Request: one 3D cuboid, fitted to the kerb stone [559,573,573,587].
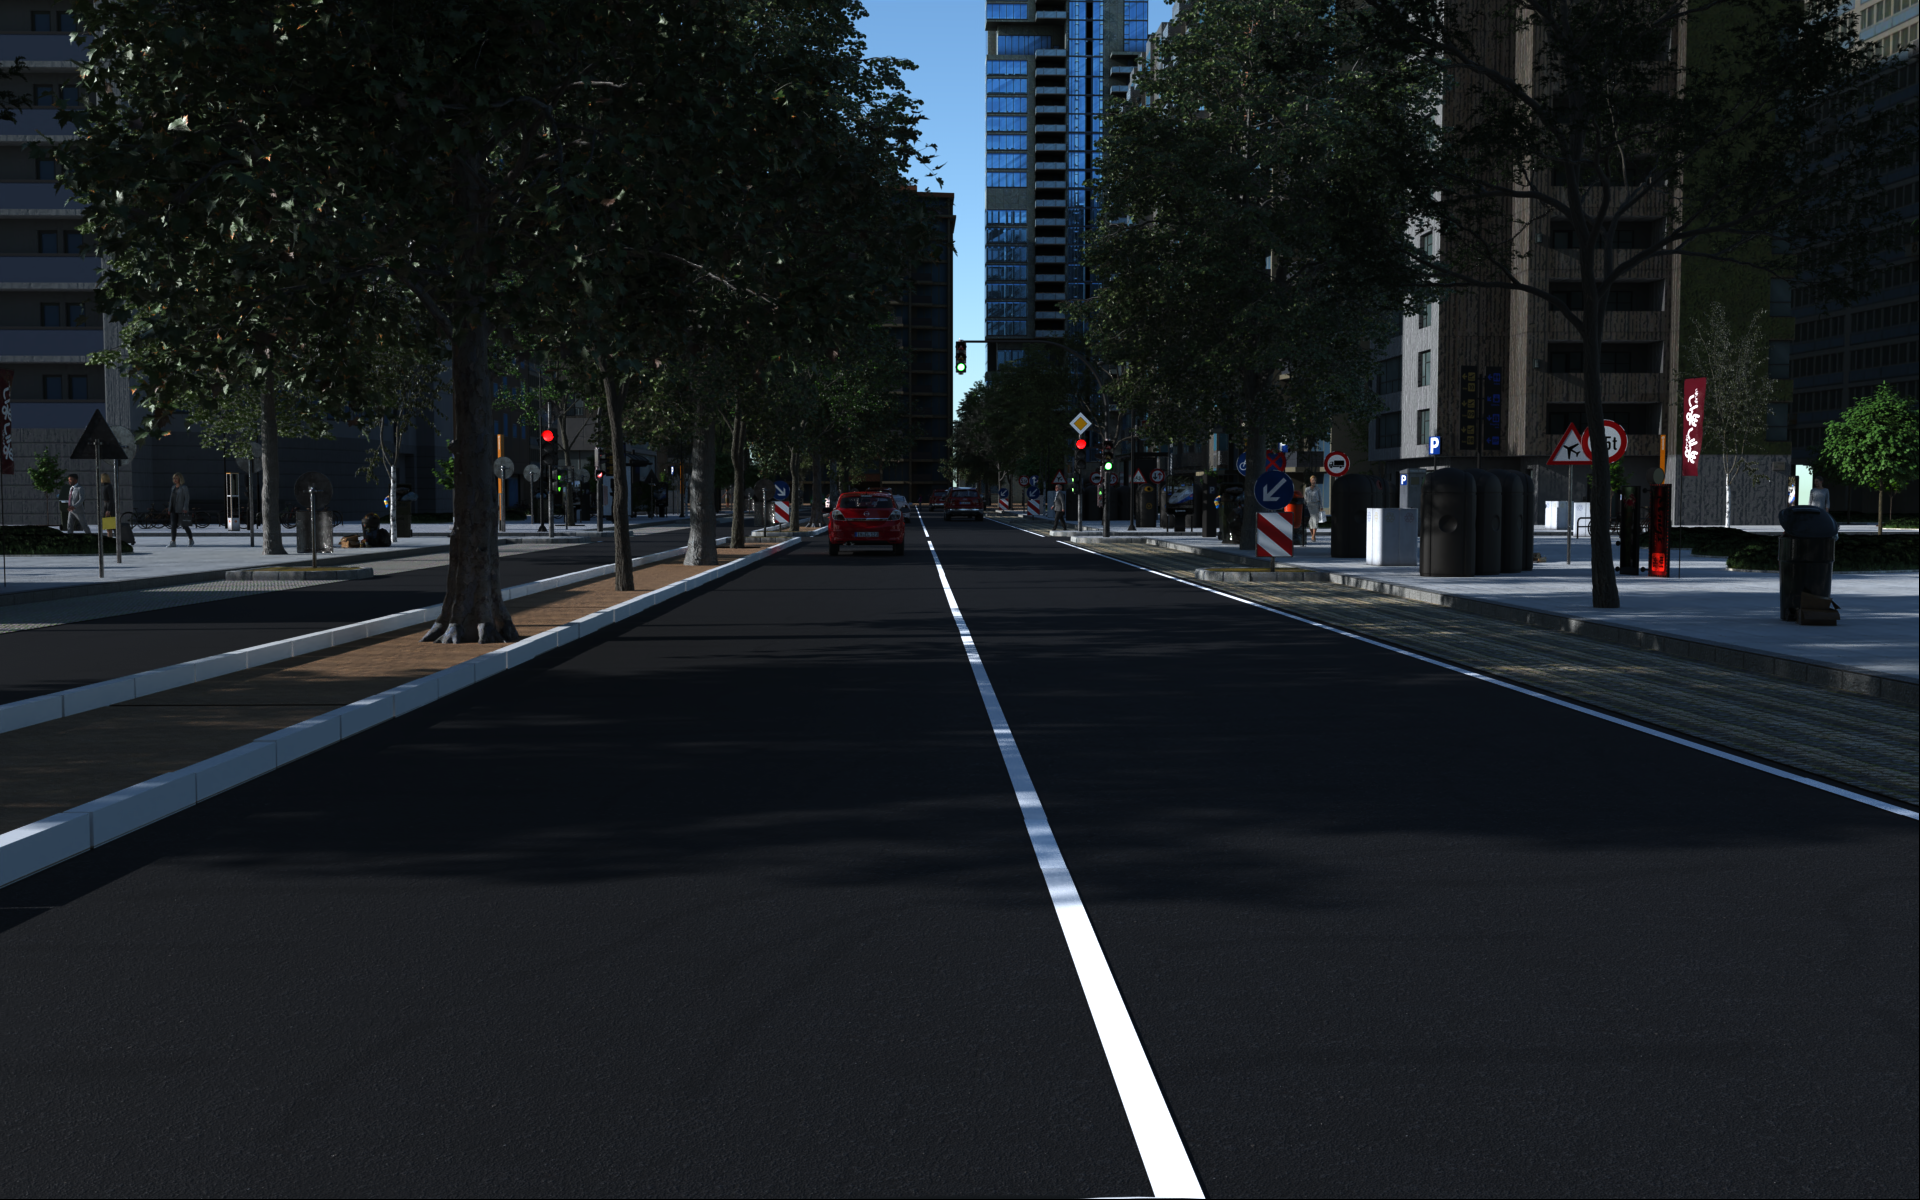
[{"bbox_3d":[-6.221,-0.288,26.926,0.120,0.150,1.000,0,4,-2],"label":"kerb stone"}]

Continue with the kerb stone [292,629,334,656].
[{"bbox_3d":[-5.906,0.400,15.649,0.120,0.150,1.000,0,4,-2],"label":"kerb stone"}]

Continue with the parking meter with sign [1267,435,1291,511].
[{"bbox_3d":[8.579,-3.271,49.736,1.738,3.016,0.543,-1,4,-20],"label":"parking meter with sign"}]

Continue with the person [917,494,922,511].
[{"bbox_3d":[-3.439,-8.316,147.688,0.599,1.433,0.991,1,4,21],"label":"person"}]

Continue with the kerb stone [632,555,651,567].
[{"bbox_3d":[-6.455,-0.789,35.132,0.120,0.150,1.000,0,4,-2],"label":"kerb stone"}]

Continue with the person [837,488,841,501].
[{"bbox_3d":[-7.109,-5.664,101.293,0.473,1.802,0.592,1,4,20],"label":"person"}]

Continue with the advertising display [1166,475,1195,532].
[{"bbox_3d":[7.451,-3.270,58.675,0.974,1.923,0.123,-1,4,-8],"label":"advertising display"}]

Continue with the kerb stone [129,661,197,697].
[{"bbox_3d":[-5.826,0.588,12.578,0.120,0.150,1.000,0,4,-2],"label":"kerb stone"}]

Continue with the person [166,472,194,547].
[{"bbox_3d":[-18.782,-2.178,41.828,0.709,1.800,0.728,2,4,24],"label":"person"}]

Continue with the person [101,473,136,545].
[{"bbox_3d":[-20.837,-2.232,42.761,0.699,1.804,1.509,0,4,4],"label":"person"}]

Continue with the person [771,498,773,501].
[{"bbox_3d":[-19.525,-10.631,179.873,0.705,1.823,1.348,0,4,7],"label":"person"}]

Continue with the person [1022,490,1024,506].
[{"bbox_3d":[6.922,-11.013,186.900,0.445,1.727,0.742,-1,4,-22],"label":"person"}]

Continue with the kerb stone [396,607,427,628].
[{"bbox_3d":[-5.996,0.212,18.731,0.120,0.150,1.000,0,4,-2],"label":"kerb stone"}]

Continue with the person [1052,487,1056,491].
[{"bbox_3d":[8.139,-8.805,149.631,1.348,1.869,0.705,2,4,28],"label":"person"}]

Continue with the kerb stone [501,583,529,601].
[{"bbox_3d":[-6.137,-0.102,23.857,0.120,0.150,1.000,0,4,-2],"label":"kerb stone"}]

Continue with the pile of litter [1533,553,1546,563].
[{"bbox_3d":[10.516,-1.167,33.048,1.176,0.858,1.719,0,4,2],"label":"pile of litter"}]

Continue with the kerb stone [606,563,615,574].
[{"bbox_3d":[-6.340,-0.540,31.026,0.120,0.150,1.000,0,4,-2],"label":"kerb stone"}]

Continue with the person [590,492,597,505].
[{"bbox_3d":[-29.978,-8.288,141.683,1.348,1.807,0.705,0,4,-8],"label":"person"}]

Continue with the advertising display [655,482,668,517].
[{"bbox_3d":[-16.379,-5.498,95.103,0.974,1.923,0.123,3,5,42],"label":"advertising display"}]

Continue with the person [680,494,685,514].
[{"bbox_3d":[-17.846,-6.198,111.665,0.425,1.301,0.394,2,4,32],"label":"person"}]

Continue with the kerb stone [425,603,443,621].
[{"bbox_3d":[-6.020,0.152,19.753,0.120,0.150,1.000,0,4,-2],"label":"kerb stone"}]

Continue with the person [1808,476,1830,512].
[{"bbox_3d":[21.528,-2.246,43.508,0.466,1.731,0.760,0,4,-3],"label":"person"}]

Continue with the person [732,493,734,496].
[{"bbox_3d":[-22.637,-10.130,174.902,0.697,1.427,0.421,-1,4,-20],"label":"person"}]

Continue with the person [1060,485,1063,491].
[{"bbox_3d":[6.333,-6.397,110.538,0.836,1.842,0.656,-1,4,-11],"label":"person"}]

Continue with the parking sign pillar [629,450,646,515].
[{"bbox_3d":[-19.937,-7.182,105.894,1.447,3.967,1.447,-1,4,-23],"label":"parking sign pillar"}]

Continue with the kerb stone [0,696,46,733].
[{"bbox_3d":[-5.769,0.713,10.535,0.120,0.150,1.000,0,4,-2],"label":"kerb stone"}]

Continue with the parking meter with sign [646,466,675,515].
[{"bbox_3d":[-18.802,-6.876,108.686,1.738,3.016,0.543,-2,4,-24],"label":"parking meter with sign"}]

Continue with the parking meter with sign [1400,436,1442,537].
[{"bbox_3d":[13.584,-3.412,52.046,1.738,3.016,0.543,-1,4,-21],"label":"parking meter with sign"}]

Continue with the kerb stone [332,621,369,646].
[{"bbox_3d":[-5.933,0.339,16.678,0.120,0.150,1.000,0,4,-2],"label":"kerb stone"}]

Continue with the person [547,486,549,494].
[{"bbox_3d":[-26.103,-6.279,108.969,0.793,1.790,0.793,2,4,29],"label":"person"}]

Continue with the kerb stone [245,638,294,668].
[{"bbox_3d":[-5.882,0.463,14.622,0.120,0.150,1.000,0,4,-2],"label":"kerb stone"}]

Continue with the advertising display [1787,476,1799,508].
[{"bbox_3d":[29.386,-3.418,61.105,0.123,1.923,0.974,1,4,11],"label":"advertising display"}]

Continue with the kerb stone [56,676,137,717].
[{"bbox_3d":[-5.793,0.651,11.557,0.120,0.150,1.000,0,4,-2],"label":"kerb stone"}]

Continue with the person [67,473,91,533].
[{"bbox_3d":[-21.968,-2.250,43.107,0.678,1.792,0.850,2,4,35],"label":"person"}]

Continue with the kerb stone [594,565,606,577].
[{"bbox_3d":[-6.321,-0.476,30.001,0.120,0.150,1.000,0,4,-2],"label":"kerb stone"}]

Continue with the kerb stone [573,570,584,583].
[{"bbox_3d":[-6.257,-0.352,27.949,0.120,0.150,1.000,0,4,-2],"label":"kerb stone"}]

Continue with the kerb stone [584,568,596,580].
[{"bbox_3d":[-6.286,-0.411,28.980,0.120,0.150,1.000,0,4,-2],"label":"kerb stone"}]

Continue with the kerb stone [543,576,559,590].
[{"bbox_3d":[-6.198,-0.226,25.904,0.120,0.150,1.000,0,4,-2],"label":"kerb stone"}]

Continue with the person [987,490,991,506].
[{"bbox_3d":[3.129,-11.272,190.871,0.750,1.759,0.617,2,4,31],"label":"person"}]

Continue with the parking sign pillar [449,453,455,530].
[{"bbox_3d":[-17.555,-4.496,61.981,1.447,3.967,1.447,2,4,31],"label":"parking sign pillar"}]

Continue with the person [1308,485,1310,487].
[{"bbox_3d":[20.387,-5.803,100.765,0.795,1.843,0.661,1,4,15],"label":"person"}]

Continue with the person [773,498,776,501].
[{"bbox_3d":[-19.735,-10.644,183.259,0.799,1.438,0.628,2,4,25],"label":"person"}]

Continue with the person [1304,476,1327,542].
[{"bbox_3d":[9.591,-2.474,46.851,0.694,1.780,0.624,3,5,39],"label":"person"}]

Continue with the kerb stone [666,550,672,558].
[{"bbox_3d":[-6.544,-0.977,38.219,0.120,0.150,1.000,0,4,-2],"label":"kerb stone"}]

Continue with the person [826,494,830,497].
[{"bbox_3d":[-15.902,-12.444,212.681,1.217,1.735,0.721,0,4,-2],"label":"person"}]

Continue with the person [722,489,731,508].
[{"bbox_3d":[-21.785,-9.539,162.000,0.705,1.824,1.348,2,4,27],"label":"person"}]

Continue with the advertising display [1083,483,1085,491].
[{"bbox_3d":[6.754,-5.745,99.139,0.974,1.923,0.123,-3,5,-39],"label":"advertising display"}]

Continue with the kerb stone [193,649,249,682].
[{"bbox_3d":[-5.856,0.526,13.600,0.120,0.150,1.000,0,4,-2],"label":"kerb stone"}]

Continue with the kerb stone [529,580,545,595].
[{"bbox_3d":[-6.165,-0.164,24.879,0.120,0.150,1.000,0,4,-2],"label":"kerb stone"}]

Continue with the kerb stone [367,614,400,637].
[{"bbox_3d":[-5.961,0.275,17.709,0.120,0.150,1.000,0,4,-2],"label":"kerb stone"}]

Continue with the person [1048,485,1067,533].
[{"bbox_3d":[3.519,-3.291,62.713,0.834,1.777,0.661,-1,4,-22],"label":"person"}]

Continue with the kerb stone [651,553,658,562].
[{"bbox_3d":[-6.486,-0.854,36.160,0.120,0.150,1.000,0,4,-2],"label":"kerb stone"}]

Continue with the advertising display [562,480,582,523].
[{"bbox_3d":[-17.428,-4.444,77.866,0.974,1.923,0.123,1,4,20],"label":"advertising display"}]

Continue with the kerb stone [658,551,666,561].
[{"bbox_3d":[-6.509,-0.918,37.198,0.120,0.150,1.000,0,4,-2],"label":"kerb stone"}]
